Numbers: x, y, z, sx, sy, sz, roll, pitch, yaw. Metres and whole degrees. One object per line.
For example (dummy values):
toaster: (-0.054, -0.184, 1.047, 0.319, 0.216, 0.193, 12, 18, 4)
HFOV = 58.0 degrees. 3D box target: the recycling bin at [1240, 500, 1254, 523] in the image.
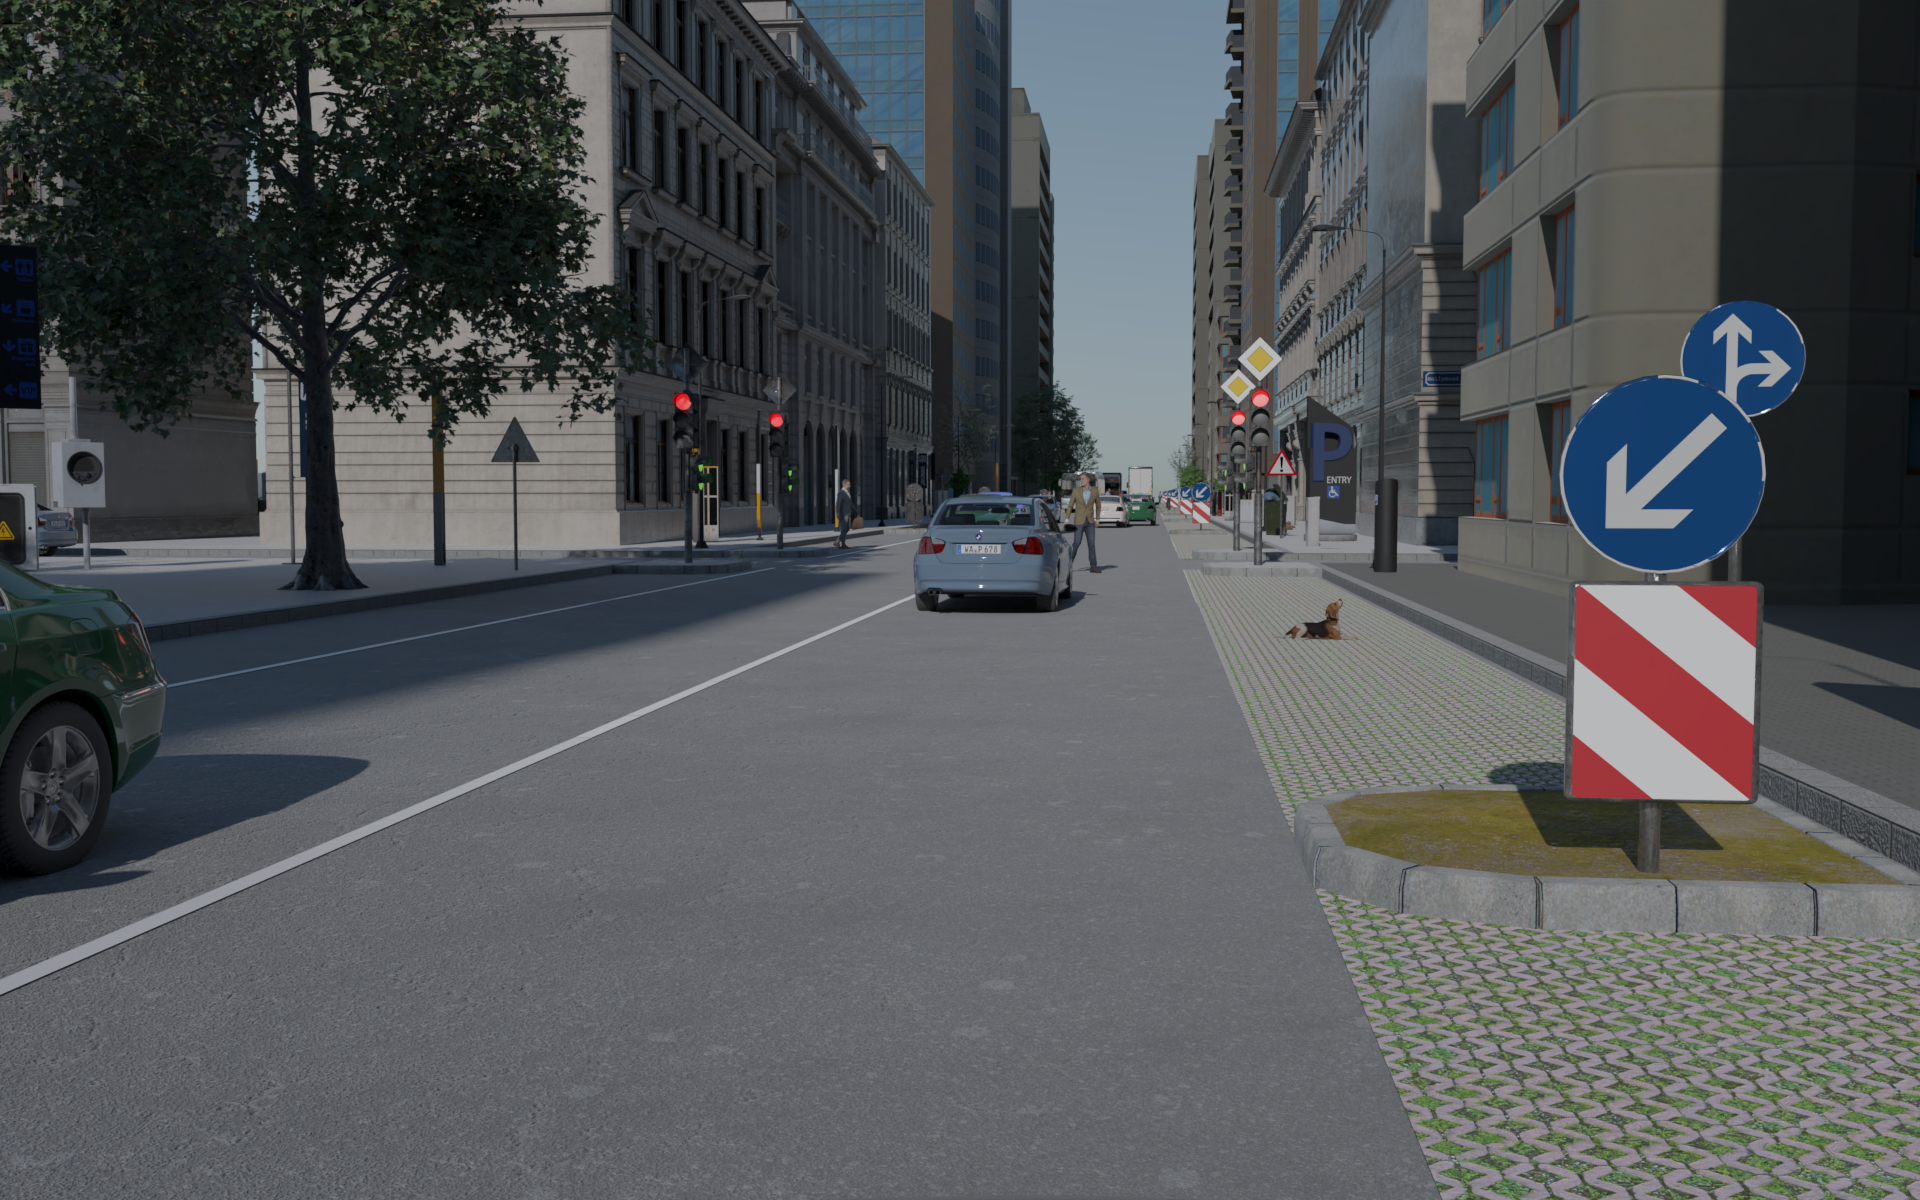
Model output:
recycling bin: (12.871, -3.914, 76.542, 0.722, 1.027, 0.722, -3, 5, -41)

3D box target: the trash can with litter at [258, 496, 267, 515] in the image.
trash can with litter: (-22.764, -2.849, 57.639, 1.678, 1.210, 2.233, 1, 4, 21)

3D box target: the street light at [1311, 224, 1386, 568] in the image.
street light: (6.735, -3.508, 29.898, 1.470, 5.913, 1.316, 0, 4, 6)

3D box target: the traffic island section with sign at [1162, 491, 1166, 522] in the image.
traffic island section with sign: (11.467, -4.899, 88.726, 1.989, 1.847, 2.006, 0, 4, 6)

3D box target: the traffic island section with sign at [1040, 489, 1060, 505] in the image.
traffic island section with sign: (6.796, -7.979, 139.088, 1.989, 1.847, 2.006, 0, 4, 6)

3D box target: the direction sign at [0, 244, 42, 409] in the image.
direction sign: (-8.807, -1.450, 15.704, 0.876, 3.537, 0.379, -3, 4, -38)

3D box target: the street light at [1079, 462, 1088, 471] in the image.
street light: (17.998, -17.164, 253.174, 1.470, 5.913, 1.316, 0, 4, 6)

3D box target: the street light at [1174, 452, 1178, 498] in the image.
street light: (24.475, -13.279, 189.644, 1.470, 5.913, 1.316, 0, 4, 6)

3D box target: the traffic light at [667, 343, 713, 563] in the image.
traffic light: (-5.052, -2.649, 32.231, 0.839, 4.253, 0.868, 0, 4, 6)

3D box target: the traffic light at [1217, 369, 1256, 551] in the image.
traffic light: (6.230, -3.065, 39.030, 0.839, 4.253, 0.868, 0, 4, 6)

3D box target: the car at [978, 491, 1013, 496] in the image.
car: (1.101, -2.804, 55.439, 1.945, 1.707, 3.694, 0, 4, 4)

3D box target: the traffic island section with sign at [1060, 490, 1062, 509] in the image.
traffic island section with sign: (9.841, -9.659, 166.547, 1.989, 1.847, 2.006, 0, 4, 6)

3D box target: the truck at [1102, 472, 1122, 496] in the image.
truck: (19.871, -14.568, 227.103, 2.839, 4.237, 11.283, 0, 4, 7)

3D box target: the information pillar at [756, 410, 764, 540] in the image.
information pillar: (-5.555, -3.457, 47.882, 0.183, 3.616, 0.504, 0, 4, -1)

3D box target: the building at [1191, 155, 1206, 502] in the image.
building: (42.421, -37.345, 234.298, 21.300, 48.544, 21.600, 0, 4, 6)

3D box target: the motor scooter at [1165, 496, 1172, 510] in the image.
motor scooter: (17.967, -8.327, 148.930, 0.815, 1.314, 1.986, 1, 4, 8)

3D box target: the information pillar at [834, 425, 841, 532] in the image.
information pillar: (-4.167, -4.128, 58.852, 0.183, 3.616, 0.504, 0, 4, 3)

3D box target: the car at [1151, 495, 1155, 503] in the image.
car: (28.084, -14.992, 257.691, 1.945, 1.354, 3.894, 0, 4, 7)

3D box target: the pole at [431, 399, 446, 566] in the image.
pole: (-9.336, -2.273, 31.004, 0.158, 3.312, 0.155, 0, 3, 0)

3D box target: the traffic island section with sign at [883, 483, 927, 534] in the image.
traffic island section with sign: (-1.669, -3.327, 63.022, 1.989, 1.847, 2.006, 0, 4, 6)

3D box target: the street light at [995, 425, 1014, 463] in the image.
street light: (2.926, -8.793, 116.299, 1.470, 5.913, 1.316, 0, 4, 6)

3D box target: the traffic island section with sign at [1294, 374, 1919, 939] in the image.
traffic island section with sign: (2.319, 0.126, 6.567, 1.989, 1.847, 2.006, 0, 4, 6)

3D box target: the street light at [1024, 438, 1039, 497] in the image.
street light: (5.906, -10.519, 144.529, 1.470, 5.913, 1.316, 0, 4, 6)

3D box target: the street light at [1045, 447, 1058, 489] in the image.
street light: (9.004, -12.183, 171.730, 1.470, 5.913, 1.316, 0, 4, 6)

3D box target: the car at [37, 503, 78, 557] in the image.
car: (-22.050, -1.622, 38.524, 4.499, 1.417, 2.014, 0, 4, 7)

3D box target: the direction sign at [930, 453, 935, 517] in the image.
direction sign: (-1.496, -6.315, 95.249, 0.379, 3.537, 0.876, -1, 4, -17)

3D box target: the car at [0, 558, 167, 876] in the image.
car: (-4.466, 0.396, 5.326, 2.131, 1.459, 4.920, 0, 4, 7)

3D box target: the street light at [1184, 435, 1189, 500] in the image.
street light: (18.399, -9.938, 135.035, 1.470, 5.913, 1.316, 0, 4, 6)

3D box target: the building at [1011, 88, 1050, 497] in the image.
building: (-0.300, -35.959, 211.623, 21.300, 48.544, 21.600, 0, 4, 6)

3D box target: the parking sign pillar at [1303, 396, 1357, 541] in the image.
parking sign pillar: (10.173, -3.608, 47.467, 1.447, 3.967, 1.447, 0, 4, -5)

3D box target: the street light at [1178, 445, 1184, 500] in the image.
street light: (21.516, -11.625, 162.605, 1.470, 5.913, 1.316, 0, 4, 6)

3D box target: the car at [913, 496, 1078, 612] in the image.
car: (0.492, -0.637, 22.419, 2.014, 1.417, 4.499, 0, 4, 7)

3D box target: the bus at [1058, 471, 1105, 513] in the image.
bus: (9.611, -8.556, 134.757, 2.948, 3.499, 13.247, 0, 4, 8)

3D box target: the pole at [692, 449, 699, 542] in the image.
pole: (-6.972, -3.181, 45.859, 0.158, 3.312, 0.155, 0, 3, 0)

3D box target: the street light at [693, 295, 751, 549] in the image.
street light: (-5.557, -4.161, 40.575, 1.470, 5.913, 1.316, 0, 4, 6)

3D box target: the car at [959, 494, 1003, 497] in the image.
car: (0.587, -2.206, 47.863, 2.131, 1.459, 4.920, 0, 4, 5)

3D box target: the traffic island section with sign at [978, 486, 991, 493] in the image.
traffic island section with sign: (1.302, -4.965, 89.814, 1.989, 1.847, 2.006, 0, 4, 6)

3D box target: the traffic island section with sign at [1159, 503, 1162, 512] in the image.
traffic island section with sign: (16.897, -7.885, 137.544, 1.989, 1.847, 2.006, 0, 4, 6)

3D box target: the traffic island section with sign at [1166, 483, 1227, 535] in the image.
traffic island section with sign: (8.440, -3.235, 61.524, 1.989, 1.847, 2.006, 0, 4, 6)

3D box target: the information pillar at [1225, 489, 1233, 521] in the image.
information pillar: (12.978, -4.836, 83.561, 0.304, 2.012, 0.304, 3, 5, 43)

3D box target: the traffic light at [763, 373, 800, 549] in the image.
traffic light: (-4.169, -3.134, 40.167, 0.839, 4.253, 0.868, 0, 4, 6)

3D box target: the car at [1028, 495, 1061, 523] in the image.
car: (3.958, -4.453, 84.812, 2.014, 1.417, 4.499, 0, 4, 8)

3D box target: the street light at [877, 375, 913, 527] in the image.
street light: (-2.526, -5.822, 67.737, 1.470, 5.913, 1.316, 0, 4, 6)

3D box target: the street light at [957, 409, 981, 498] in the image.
street light: (0.450, -7.476, 94.775, 1.470, 5.913, 1.316, 0, 4, 6)

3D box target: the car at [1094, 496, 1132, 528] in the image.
car: (6.319, -3.806, 74.597, 2.083, 1.381, 4.827, 0, 4, 8)

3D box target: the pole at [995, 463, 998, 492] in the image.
pole: (2.406, -7.330, 113.695, 0.158, 3.312, 0.155, 0, 3, 0)

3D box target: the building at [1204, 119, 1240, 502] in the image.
building: (41.515, -36.025, 212.706, 21.300, 48.544, 21.600, 0, 4, 6)

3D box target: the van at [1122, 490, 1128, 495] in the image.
van: (24.757, -15.956, 265.262, 2.240, 2.365, 5.245, 0, 4, 7)

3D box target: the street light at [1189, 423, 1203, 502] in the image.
street light: (15.962, -8.625, 113.561, 1.470, 5.913, 1.316, 0, 4, 6)

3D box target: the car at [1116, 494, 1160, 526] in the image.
car: (8.075, -4.132, 79.349, 2.131, 1.459, 4.920, 0, 4, 6)

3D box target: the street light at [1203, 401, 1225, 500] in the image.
street light: (13.030, -6.971, 86.518, 1.470, 5.913, 1.316, 0, 4, 6)

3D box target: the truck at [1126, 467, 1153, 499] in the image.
truck: (19.005, -11.860, 182.822, 2.839, 4.237, 11.283, 0, 4, 5)

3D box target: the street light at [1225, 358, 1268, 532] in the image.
street light: (9.921, -5.303, 59.243, 1.470, 5.913, 1.316, 0, 4, 6)

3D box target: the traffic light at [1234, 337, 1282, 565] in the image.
traffic light: (5.347, -2.579, 31.094, 0.839, 4.253, 0.868, 0, 4, 6)

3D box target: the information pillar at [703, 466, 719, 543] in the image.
information pillar: (-6.596, -2.531, 45.877, 0.304, 2.012, 0.304, -2, 4, -32)

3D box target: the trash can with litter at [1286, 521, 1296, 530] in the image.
trash can with litter: (11.435, -3.091, 61.933, 1.055, 1.170, 0.624, 0, 4, -7)
